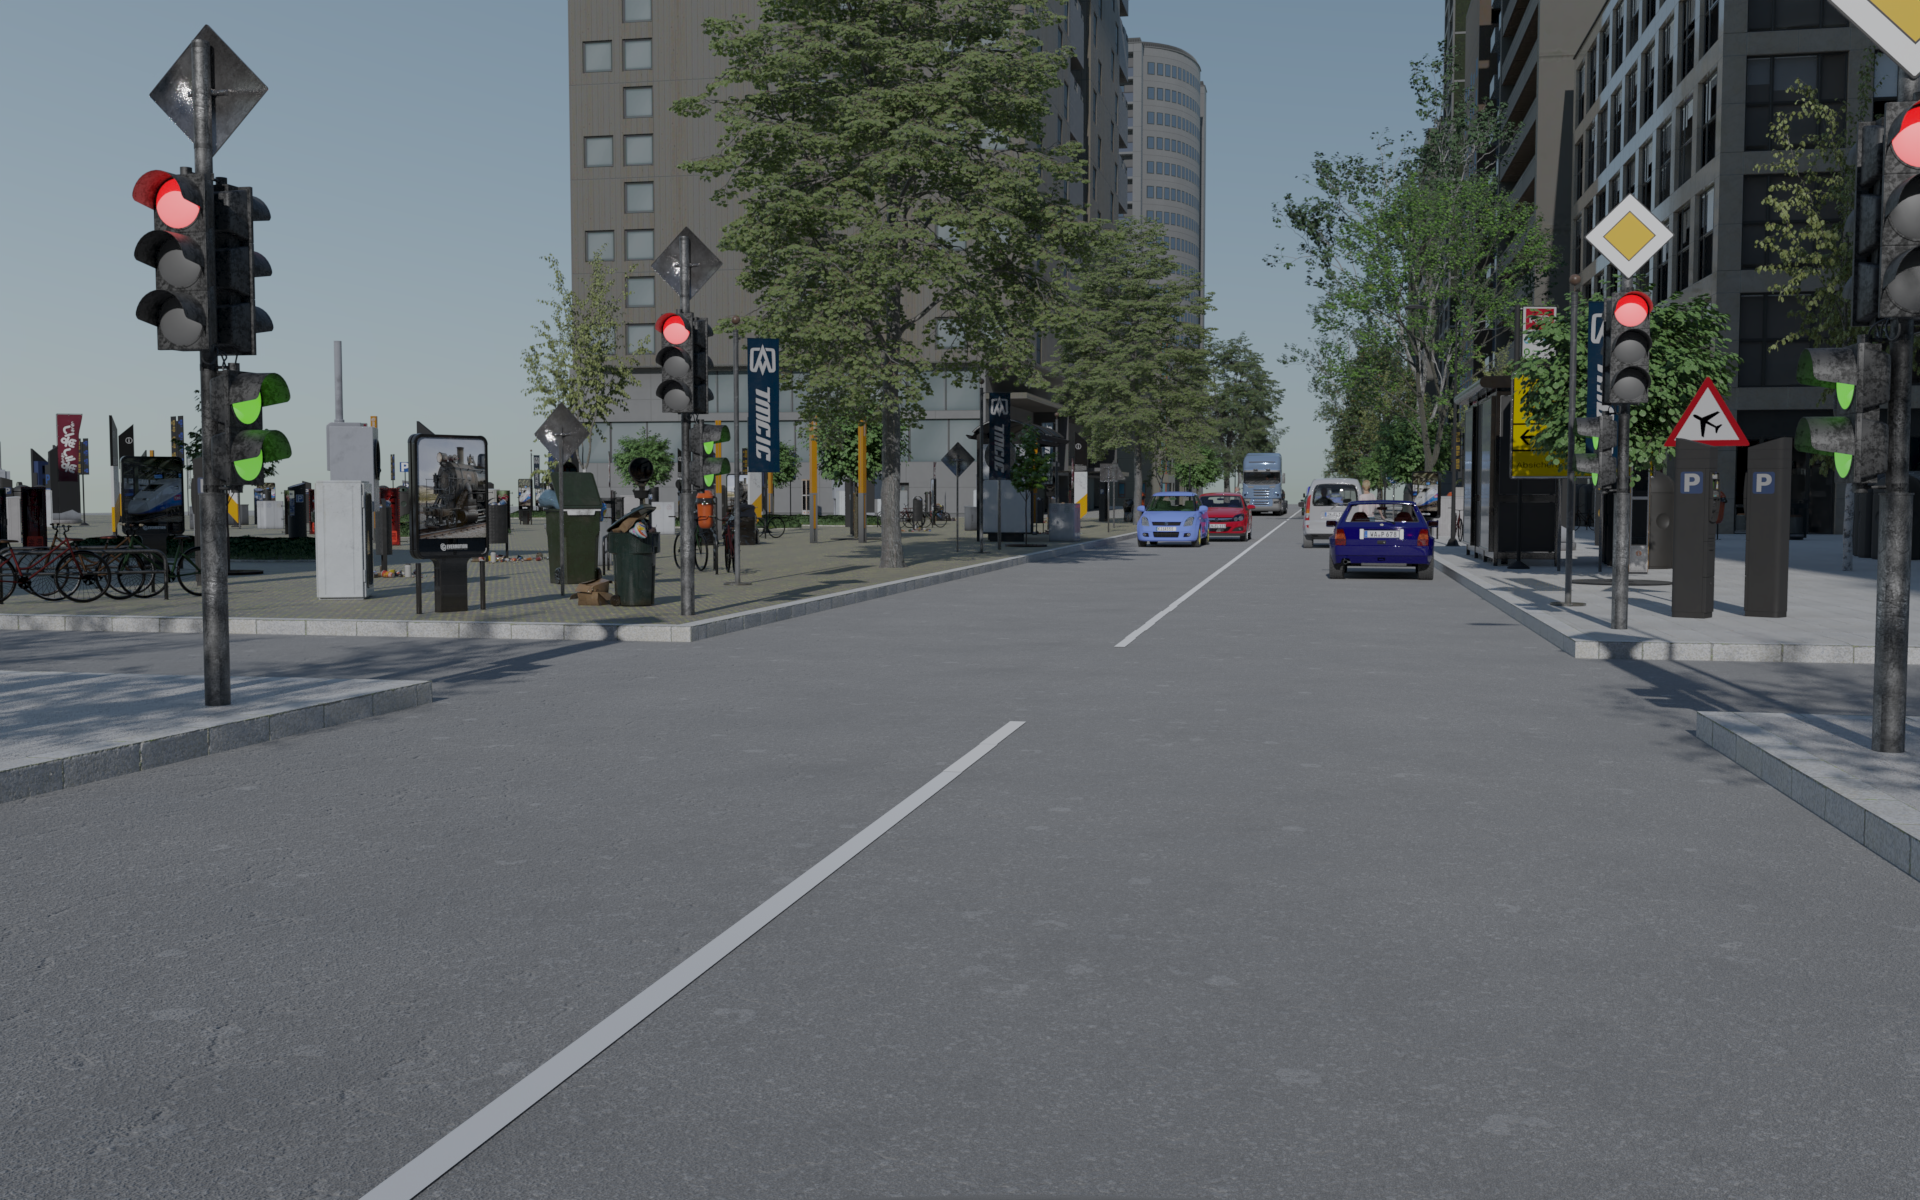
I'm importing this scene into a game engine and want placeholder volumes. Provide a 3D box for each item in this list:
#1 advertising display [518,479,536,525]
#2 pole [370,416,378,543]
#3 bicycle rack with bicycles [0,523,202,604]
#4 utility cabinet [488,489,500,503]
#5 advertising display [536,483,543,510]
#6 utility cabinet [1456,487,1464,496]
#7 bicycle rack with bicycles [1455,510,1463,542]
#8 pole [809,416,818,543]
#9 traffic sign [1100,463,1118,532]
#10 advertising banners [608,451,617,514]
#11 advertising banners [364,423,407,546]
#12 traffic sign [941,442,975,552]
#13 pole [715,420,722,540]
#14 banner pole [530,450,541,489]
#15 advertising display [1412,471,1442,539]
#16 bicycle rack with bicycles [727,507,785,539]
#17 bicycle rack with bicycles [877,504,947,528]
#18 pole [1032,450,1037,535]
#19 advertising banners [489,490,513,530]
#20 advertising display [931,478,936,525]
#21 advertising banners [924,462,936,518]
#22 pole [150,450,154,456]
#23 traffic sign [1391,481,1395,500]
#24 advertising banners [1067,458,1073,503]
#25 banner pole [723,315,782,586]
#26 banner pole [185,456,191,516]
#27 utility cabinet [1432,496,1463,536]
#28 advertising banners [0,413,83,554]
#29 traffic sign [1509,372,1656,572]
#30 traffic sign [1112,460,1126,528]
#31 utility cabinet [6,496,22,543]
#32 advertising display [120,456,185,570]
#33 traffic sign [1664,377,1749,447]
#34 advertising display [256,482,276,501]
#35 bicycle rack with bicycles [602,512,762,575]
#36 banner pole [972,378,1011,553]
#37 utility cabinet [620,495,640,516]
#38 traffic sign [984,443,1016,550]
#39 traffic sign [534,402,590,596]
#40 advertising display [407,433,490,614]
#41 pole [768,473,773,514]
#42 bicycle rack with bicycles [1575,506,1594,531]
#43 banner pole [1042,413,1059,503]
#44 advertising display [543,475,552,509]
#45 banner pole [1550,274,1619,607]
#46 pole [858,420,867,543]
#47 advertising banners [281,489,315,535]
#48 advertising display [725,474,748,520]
[{"bbox_3d":[-18.146,-4.107,72.358,0.974,1.923,0.123,3,5,45],"label":"advertising display"},{"bbox_3d":[-15.300,-3.148,45.312,0.158,3.312,0.155,0,3,0],"label":"pole"},{"bbox_3d":[-10.625,-0.483,21.287,2.925,0.926,2.852,-2,4,-28],"label":"bicycle rack with bicycles"},{"bbox_3d":[-20.022,-3.973,73.632,1.173,1.500,0.318,3,5,42],"label":"utility cabinet"},{"bbox_3d":[-23.883,-5.714,98.641,0.974,1.923,0.123,3,5,44],"label":"advertising display"},{"bbox_3d":[16.691,-2.935,56.662,1.173,1.500,0.318,-2,4,-31],"label":"utility cabinet"},{"bbox_3d":[14.357,-2.009,46.228,2.852,0.926,2.925,1,4,12],"label":"bicycle rack with bicycles"},{"bbox_3d":[-3.812,-3.131,45.038,0.158,3.312,0.155,0,3,0],"label":"pole"},{"bbox_3d":[4.972,-3.412,57.912,0.606,2.300,0.079,1,4,17],"label":"traffic sign"},{"bbox_3d":[-14.367,-4.609,71.547,0.090,3.025,2.074,0,4,-3],"label":"advertising banners"},{"bbox_3d":[-14.115,-2.859,42.927,2.074,3.025,0.090,-1,4,-21],"label":"advertising banners"},{"bbox_3d":[-0.054,-2.271,38.320,0.795,2.450,0.064,1,4,18],"label":"traffic sign"},{"bbox_3d":[-6.674,-3.305,47.879,0.158,3.312,0.155,0,3,0],"label":"pole"},{"bbox_3d":[-23.950,-6.576,97.542,0.401,3.779,0.863,2,4,34],"label":"banner pole"},{"bbox_3d":[13.319,-2.708,49.485,0.123,1.923,0.974,-2,4,-34],"label":"advertising display"},{"bbox_3d":[-6.504,-2.247,50.121,2.925,0.926,2.852,-1,4,-18],"label":"bicycle rack with bicycles"},{"bbox_3d":[-1.922,-3.219,66.017,2.925,0.926,2.852,-1,4,-13],"label":"bicycle rack with bicycles"},{"bbox_3d":[2.340,-3.690,54.172,0.158,3.312,0.155,0,3,0],"label":"pole"},{"bbox_3d":[-16.260,-3.832,58.844,2.074,3.025,0.090,0,4,-6],"label":"advertising banners"},{"bbox_3d":[-1.091,-4.053,71.478,0.123,1.923,0.974,0,4,-8],"label":"advertising display"},{"bbox_3d":[-1.586,-5.977,93.908,0.090,3.025,2.074,1,4,17],"label":"advertising banners"},{"bbox_3d":[-37.449,-5.292,80.363,0.158,3.312,0.155,0,3,0],"label":"pole"},{"bbox_3d":[21.012,-5.124,83.880,0.768,2.556,0.104,1,4,12],"label":"traffic sign"},{"bbox_3d":[5.429,-5.438,85.094,0.090,3.025,2.074,0,4,-2],"label":"advertising banners"},{"bbox_3d":[-2.927,-2.106,24.453,0.863,3.779,0.401,-1,4,-21],"label":"banner pole"},{"bbox_3d":[-45.742,-6.894,102.736,0.401,3.779,0.863,-3,5,-42],"label":"banner pole"},{"bbox_3d":[15.000,-2.567,53.133,1.020,1.237,0.306,0,4,-1],"label":"utility cabinet"},{"bbox_3d":[-20.069,-2.523,37.438,2.074,3.025,0.090,-1,4,-20],"label":"advertising banners"},{"bbox_3d":[10.249,-2.121,28.556,2.265,3.308,0.079,1,4,19],"label":"traffic sign"},{"bbox_3d":[5.808,-3.993,65.284,0.884,2.594,0.081,1,4,18],"label":"traffic sign"},{"bbox_3d":[-24.908,-2.101,45.516,0.306,1.237,1.020,-2,4,-34],"label":"utility cabinet"},{"bbox_3d":[-13.726,-1.483,29.466,0.974,1.923,0.123,-2,4,-34],"label":"advertising display"},{"bbox_3d":[8.299,-1.181,19.306,0.884,2.594,0.081,1,4,14],"label":"traffic sign"},{"bbox_3d":[-38.336,-5.535,95.703,0.974,1.923,0.123,-2,4,-26],"label":"advertising display"},{"bbox_3d":[-4.779,-0.923,28.471,2.852,0.926,2.925,0,4,-8],"label":"bicycle rack with bicycles"},{"bbox_3d":[0.698,-2.907,37.552,0.863,3.779,0.401,0,4,-1],"label":"banner pole"},{"bbox_3d":[-17.020,-4.782,89.340,1.020,1.237,0.306,-1,4,-12],"label":"utility cabinet"},{"bbox_3d":[0.908,-2.432,39.875,0.768,2.556,0.104,1,4,21],"label":"traffic sign"},{"bbox_3d":[-5.017,-1.262,21.812,0.795,2.450,0.064,1,4,18],"label":"traffic sign"},{"bbox_3d":[-5.543,-0.832,18.818,0.123,1.923,0.974,3,4,36],"label":"advertising display"},{"bbox_3d":[-8.752,-5.266,79.937,0.158,3.312,0.155,0,3,0],"label":"pole"},{"bbox_3d":[22.348,-2.862,60.183,2.925,0.926,2.852,-3,5,-39],"label":"bicycle rack with bicycles"},{"bbox_3d":[2.812,-3.877,53.398,0.401,3.779,0.863,-3,5,-44],"label":"banner pole"},{"bbox_3d":[-13.054,-3.135,56.474,0.974,1.923,0.123,1,4,19],"label":"advertising display"},{"bbox_3d":[7.232,-1.824,19.837,0.863,3.779,0.401,0,4,-2],"label":"banner pole"},{"bbox_3d":[-2.558,-3.151,45.363,0.158,3.312,0.155,0,3,0],"label":"pole"},{"bbox_3d":[-20.532,-3.607,55.158,2.074,3.025,0.090,-2,4,-32],"label":"advertising banners"},{"bbox_3d":[-6.945,-3.044,54.981,0.974,1.923,0.123,-1,4,-18],"label":"advertising display"}]
